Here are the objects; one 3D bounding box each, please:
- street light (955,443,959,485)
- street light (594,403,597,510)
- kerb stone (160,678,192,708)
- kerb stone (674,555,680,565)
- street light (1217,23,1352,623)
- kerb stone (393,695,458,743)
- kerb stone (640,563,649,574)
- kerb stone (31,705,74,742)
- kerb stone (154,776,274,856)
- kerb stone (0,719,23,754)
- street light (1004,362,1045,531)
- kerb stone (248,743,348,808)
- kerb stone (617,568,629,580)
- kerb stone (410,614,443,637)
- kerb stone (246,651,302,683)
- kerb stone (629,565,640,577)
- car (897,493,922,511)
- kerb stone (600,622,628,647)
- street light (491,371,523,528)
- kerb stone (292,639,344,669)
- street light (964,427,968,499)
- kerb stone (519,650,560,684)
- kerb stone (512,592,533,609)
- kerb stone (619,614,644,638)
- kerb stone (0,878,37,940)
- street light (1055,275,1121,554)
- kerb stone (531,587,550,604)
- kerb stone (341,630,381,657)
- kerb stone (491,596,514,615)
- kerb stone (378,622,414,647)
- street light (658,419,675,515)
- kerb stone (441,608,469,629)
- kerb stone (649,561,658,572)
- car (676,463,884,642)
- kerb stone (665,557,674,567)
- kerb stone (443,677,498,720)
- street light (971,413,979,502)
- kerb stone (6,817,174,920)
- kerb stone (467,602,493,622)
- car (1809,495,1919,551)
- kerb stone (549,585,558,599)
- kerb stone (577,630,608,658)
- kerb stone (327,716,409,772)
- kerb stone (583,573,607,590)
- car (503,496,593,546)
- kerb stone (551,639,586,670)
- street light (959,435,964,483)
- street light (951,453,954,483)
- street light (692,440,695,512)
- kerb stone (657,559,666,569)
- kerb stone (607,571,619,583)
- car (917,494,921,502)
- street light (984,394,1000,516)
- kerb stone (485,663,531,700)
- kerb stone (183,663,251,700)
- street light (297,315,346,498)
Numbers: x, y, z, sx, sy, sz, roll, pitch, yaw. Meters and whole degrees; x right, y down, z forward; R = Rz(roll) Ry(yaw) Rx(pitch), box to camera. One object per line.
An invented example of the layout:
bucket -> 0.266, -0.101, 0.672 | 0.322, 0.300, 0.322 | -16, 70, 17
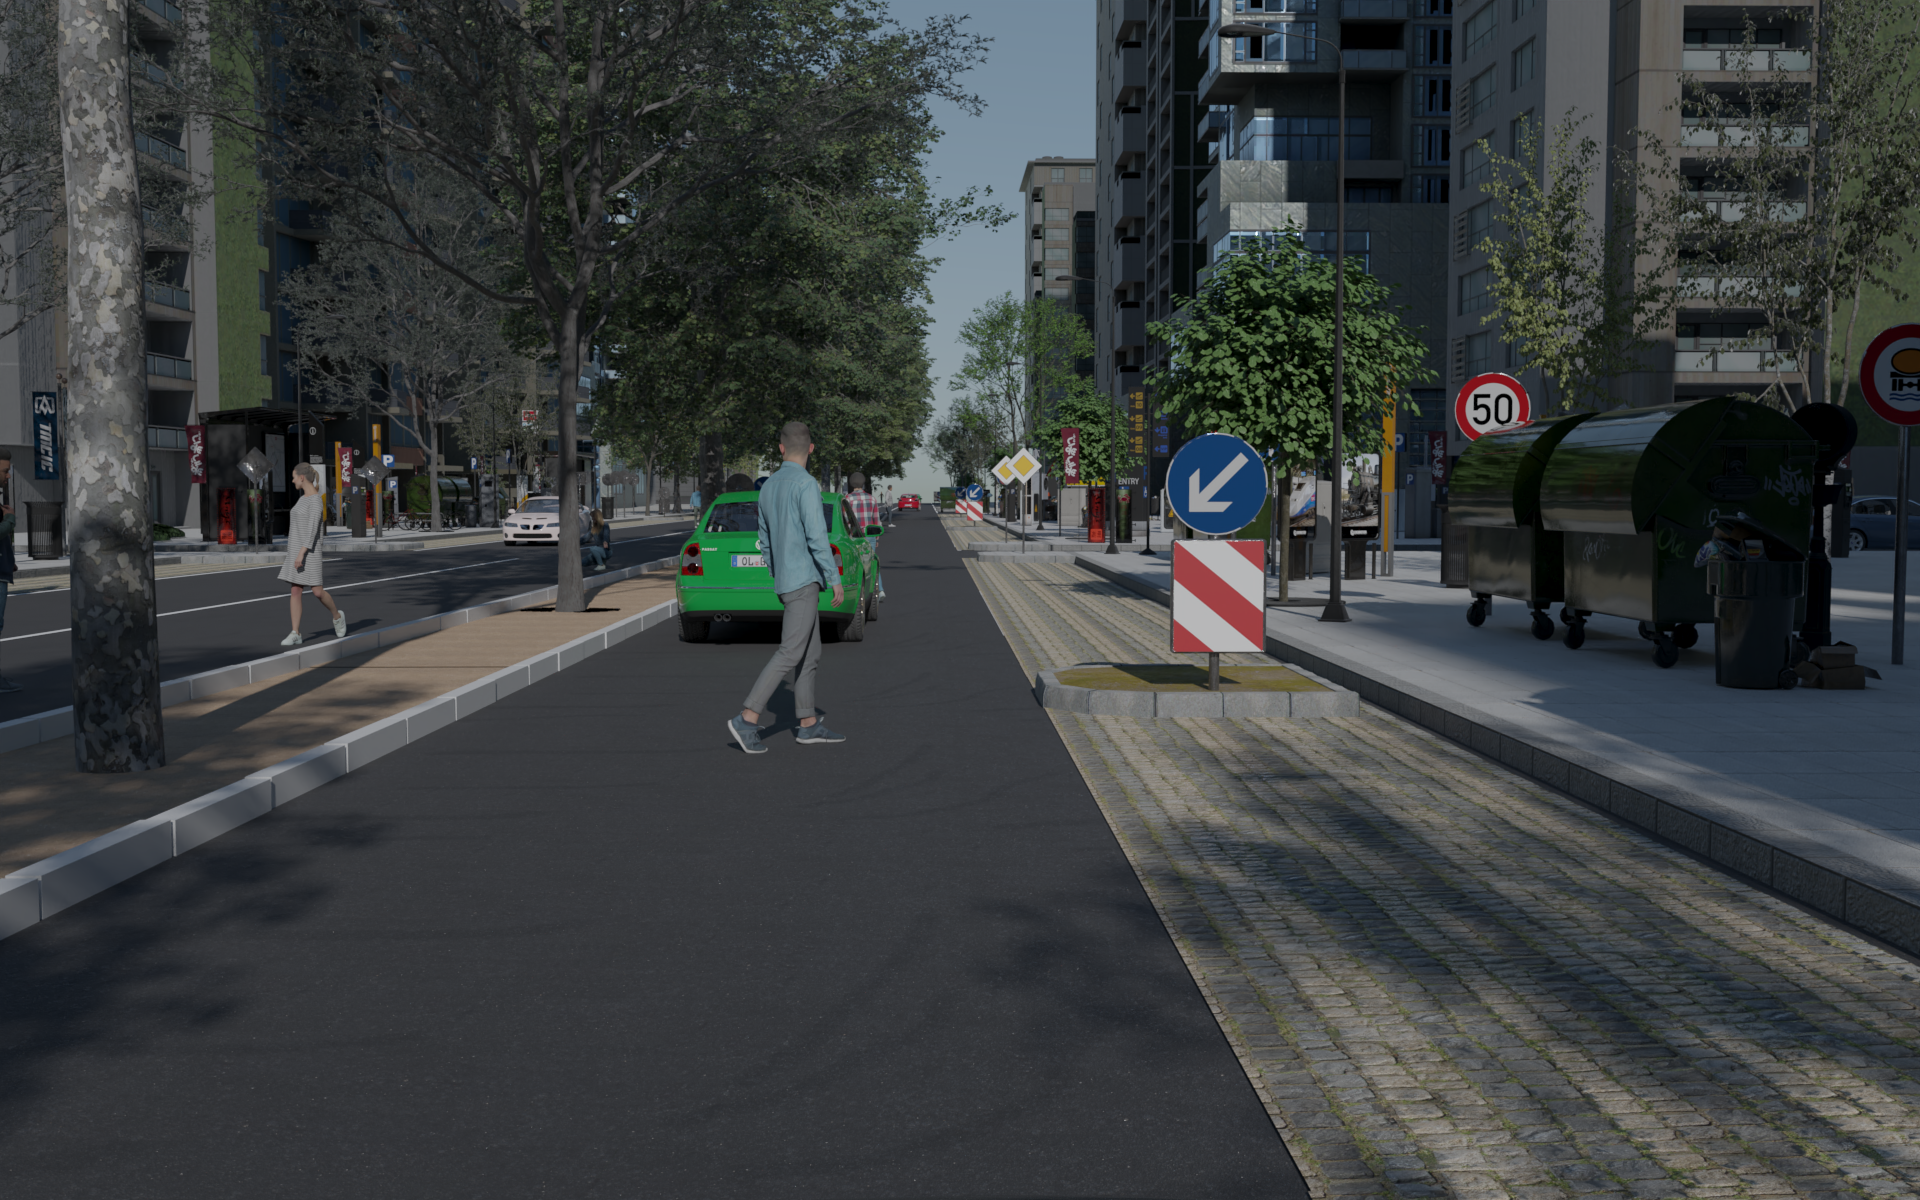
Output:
street light -> 0.490, -11.275, 156.881 | 1.470, 5.913, 1.316 | 0, 4, -1
street light -> -17.455, -6.899, 85.342 | 1.470, 5.913, 1.316 | 0, 4, -1
kerb stone -> -5.368, 0.657, 11.450 | 0.120, 0.150, 1.000 | 0, 4, -1
kerb stone -> -5.814, -0.785, 35.023 | 0.120, 0.150, 1.000 | 0, 4, -1
street light -> 3.241, -2.737, 17.287 | 1.470, 5.913, 1.316 | 0, 4, -1
kerb stone -> -3.238, 0.722, 10.430 | 0.120, 0.150, 1.000 | 0, 4, -1
kerb stone -> -5.740, -0.534, 30.923 | 0.120, 0.150, 1.000 | 0, 4, -1
kerb stone -> -5.337, 0.722, 10.425 | 0.120, 0.150, 1.000 | 0, 4, -1
kerb stone -> -3.172, 0.915, 7.347 | 0.120, 0.150, 1.000 | 0, 4, -1
kerb stone -> -5.316, 0.784, 9.403 | 0.120, 0.150, 1.000 | 0, 4, -1
street light -> 2.296, -5.405, 60.907 | 1.470, 5.913, 1.316 | 0, 4, -1
kerb stone -> -3.201, 0.849, 8.379 | 0.120, 0.150, 1.000 | 0, 4, -1
kerb stone -> -5.702, -0.407, 28.874 | 0.120, 0.150, 1.000 | 0, 4, -1
kerb stone -> -5.484, 0.282, 17.599 | 0.120, 0.150, 1.000 | 0, 4, -1
kerb stone -> -5.396, 0.535, 13.503 | 0.120, 0.150, 1.000 | 0, 4, -1
kerb stone -> -5.713, -0.470, 29.901 | 0.120, 0.150, 1.000 | 0, 4, -1
car -> -4.238, -8.313, 144.953 | 2.155, 1.783, 4.494 | 0, 4, 1
kerb stone -> -3.351, 0.344, 16.574 | 0.120, 0.150, 1.000 | 0, 4, -1
street light -> -16.945, -5.656, 65.015 | 1.470, 5.913, 1.316 | 0, 4, -1
kerb stone -> -5.421, 0.469, 14.525 | 0.120, 0.150, 1.000 | 0, 4, -1
street light -> 1.186, -8.984, 119.425 | 1.470, 5.913, 1.316 | 0, 4, -1
kerb stone -> -3.303, 0.532, 13.508 | 0.120, 0.150, 1.000 | 0, 4, -1
kerb stone -> -5.558, 0.030, 21.699 | 0.120, 0.150, 1.000 | 0, 4, -1
kerb stone -> -3.377, 0.281, 17.602 | 0.120, 0.150, 1.000 | 0, 4, -1
kerb stone -> -3.136, 1.037, 5.302 | 0.120, 0.150, 1.000 | 0, 4, -1
street light -> 2.717, -3.935, 36.884 | 1.470, 5.913, 1.316 | 0, 4, -1
kerb stone -> -5.580, -0.032, 22.724 | 0.120, 0.150, 1.000 | 0, 4, -1
kerb stone -> -5.443, 0.407, 15.549 | 0.120, 0.150, 1.000 | 0, 4, -1
kerb stone -> -5.538, 0.093, 20.677 | 0.120, 0.150, 1.000 | 0, 4, -1
kerb stone -> -5.457, 0.344, 16.577 | 0.120, 0.150, 1.000 | 0, 4, -1
street light -> -17.765, -8.151, 105.802 | 1.470, 5.913, 1.316 | 0, 4, -1
kerb stone -> -5.500, 0.218, 18.624 | 0.120, 0.150, 1.000 | 0, 4, -1
kerb stone -> -5.759, -0.597, 31.950 | 0.120, 0.150, 1.000 | 0, 4, -1
car -> -1.808, -0.572, 18.150 | 1.959, 1.807, 4.718 | 0, 4, 1
kerb stone -> -5.807, -0.722, 34.000 | 0.120, 0.150, 1.000 | 0, 4, -1
kerb stone -> -3.255, 0.657, 11.454 | 0.120, 0.150, 1.000 | 0, 4, -1
street light -> 1.490, -7.791, 99.918 | 1.470, 5.913, 1.316 | 0, 4, -1
kerb stone -> -3.158, 0.971, 6.325 | 0.120, 0.150, 1.000 | 0, 4, -1
kerb stone -> -5.515, 0.155, 19.654 | 0.120, 0.150, 1.000 | 0, 4, -1
car -> 21.826, -1.760, 40.773 | 4.499, 1.417, 2.014 | 0, 4, -1
kerb stone -> -5.597, -0.095, 23.746 | 0.120, 0.150, 1.000 | 0, 4, -1
kerb stone -> -3.341, 0.406, 15.552 | 0.120, 0.150, 1.000 | 0, 4, -1
kerb stone -> -3.218, 0.782, 9.406 | 0.120, 0.150, 1.000 | 0, 4, -1
kerb stone -> -5.661, -0.283, 26.828 | 0.120, 0.150, 1.000 | 0, 4, -1
car -> -11.693, -2.262, 49.339 | 2.083, 1.381, 4.827 | 0, 4, -2
kerb stone -> -3.315, 0.469, 14.530 | 0.120, 0.150, 1.000 | 0, 4, -1
street light -> 0.892, -10.016, 136.309 | 1.470, 5.913, 1.316 | 0, 4, -1
street light -> 0.038, -12.496, 176.843 | 1.470, 5.913, 1.316 | 0, 4, -1
street light -> -18.068, -9.090, 121.168 | 1.470, 5.913, 1.316 | 0, 4, -1
kerb stone -> -5.775, -0.655, 32.972 | 0.120, 0.150, 1.000 | 0, 4, -1
kerb stone -> -5.678, -0.344, 27.851 | 0.120, 0.150, 1.000 | 0, 4, -1
car -> -7.136, -16.453, 277.796 | 1.959, 1.807, 4.718 | 0, 4, -3
street light -> 1.962, -6.598, 80.414 | 1.470, 5.913, 1.316 | 0, 4, -1
kerb stone -> -3.284, 0.595, 12.476 | 0.120, 0.150, 1.000 | 0, 4, -1
kerb stone -> -5.381, 0.594, 12.479 | 0.120, 0.150, 1.000 | 0, 4, -1
street light -> -16.599, -4.433, 45.018 | 1.470, 5.913, 1.316 | 0, 4, -1
